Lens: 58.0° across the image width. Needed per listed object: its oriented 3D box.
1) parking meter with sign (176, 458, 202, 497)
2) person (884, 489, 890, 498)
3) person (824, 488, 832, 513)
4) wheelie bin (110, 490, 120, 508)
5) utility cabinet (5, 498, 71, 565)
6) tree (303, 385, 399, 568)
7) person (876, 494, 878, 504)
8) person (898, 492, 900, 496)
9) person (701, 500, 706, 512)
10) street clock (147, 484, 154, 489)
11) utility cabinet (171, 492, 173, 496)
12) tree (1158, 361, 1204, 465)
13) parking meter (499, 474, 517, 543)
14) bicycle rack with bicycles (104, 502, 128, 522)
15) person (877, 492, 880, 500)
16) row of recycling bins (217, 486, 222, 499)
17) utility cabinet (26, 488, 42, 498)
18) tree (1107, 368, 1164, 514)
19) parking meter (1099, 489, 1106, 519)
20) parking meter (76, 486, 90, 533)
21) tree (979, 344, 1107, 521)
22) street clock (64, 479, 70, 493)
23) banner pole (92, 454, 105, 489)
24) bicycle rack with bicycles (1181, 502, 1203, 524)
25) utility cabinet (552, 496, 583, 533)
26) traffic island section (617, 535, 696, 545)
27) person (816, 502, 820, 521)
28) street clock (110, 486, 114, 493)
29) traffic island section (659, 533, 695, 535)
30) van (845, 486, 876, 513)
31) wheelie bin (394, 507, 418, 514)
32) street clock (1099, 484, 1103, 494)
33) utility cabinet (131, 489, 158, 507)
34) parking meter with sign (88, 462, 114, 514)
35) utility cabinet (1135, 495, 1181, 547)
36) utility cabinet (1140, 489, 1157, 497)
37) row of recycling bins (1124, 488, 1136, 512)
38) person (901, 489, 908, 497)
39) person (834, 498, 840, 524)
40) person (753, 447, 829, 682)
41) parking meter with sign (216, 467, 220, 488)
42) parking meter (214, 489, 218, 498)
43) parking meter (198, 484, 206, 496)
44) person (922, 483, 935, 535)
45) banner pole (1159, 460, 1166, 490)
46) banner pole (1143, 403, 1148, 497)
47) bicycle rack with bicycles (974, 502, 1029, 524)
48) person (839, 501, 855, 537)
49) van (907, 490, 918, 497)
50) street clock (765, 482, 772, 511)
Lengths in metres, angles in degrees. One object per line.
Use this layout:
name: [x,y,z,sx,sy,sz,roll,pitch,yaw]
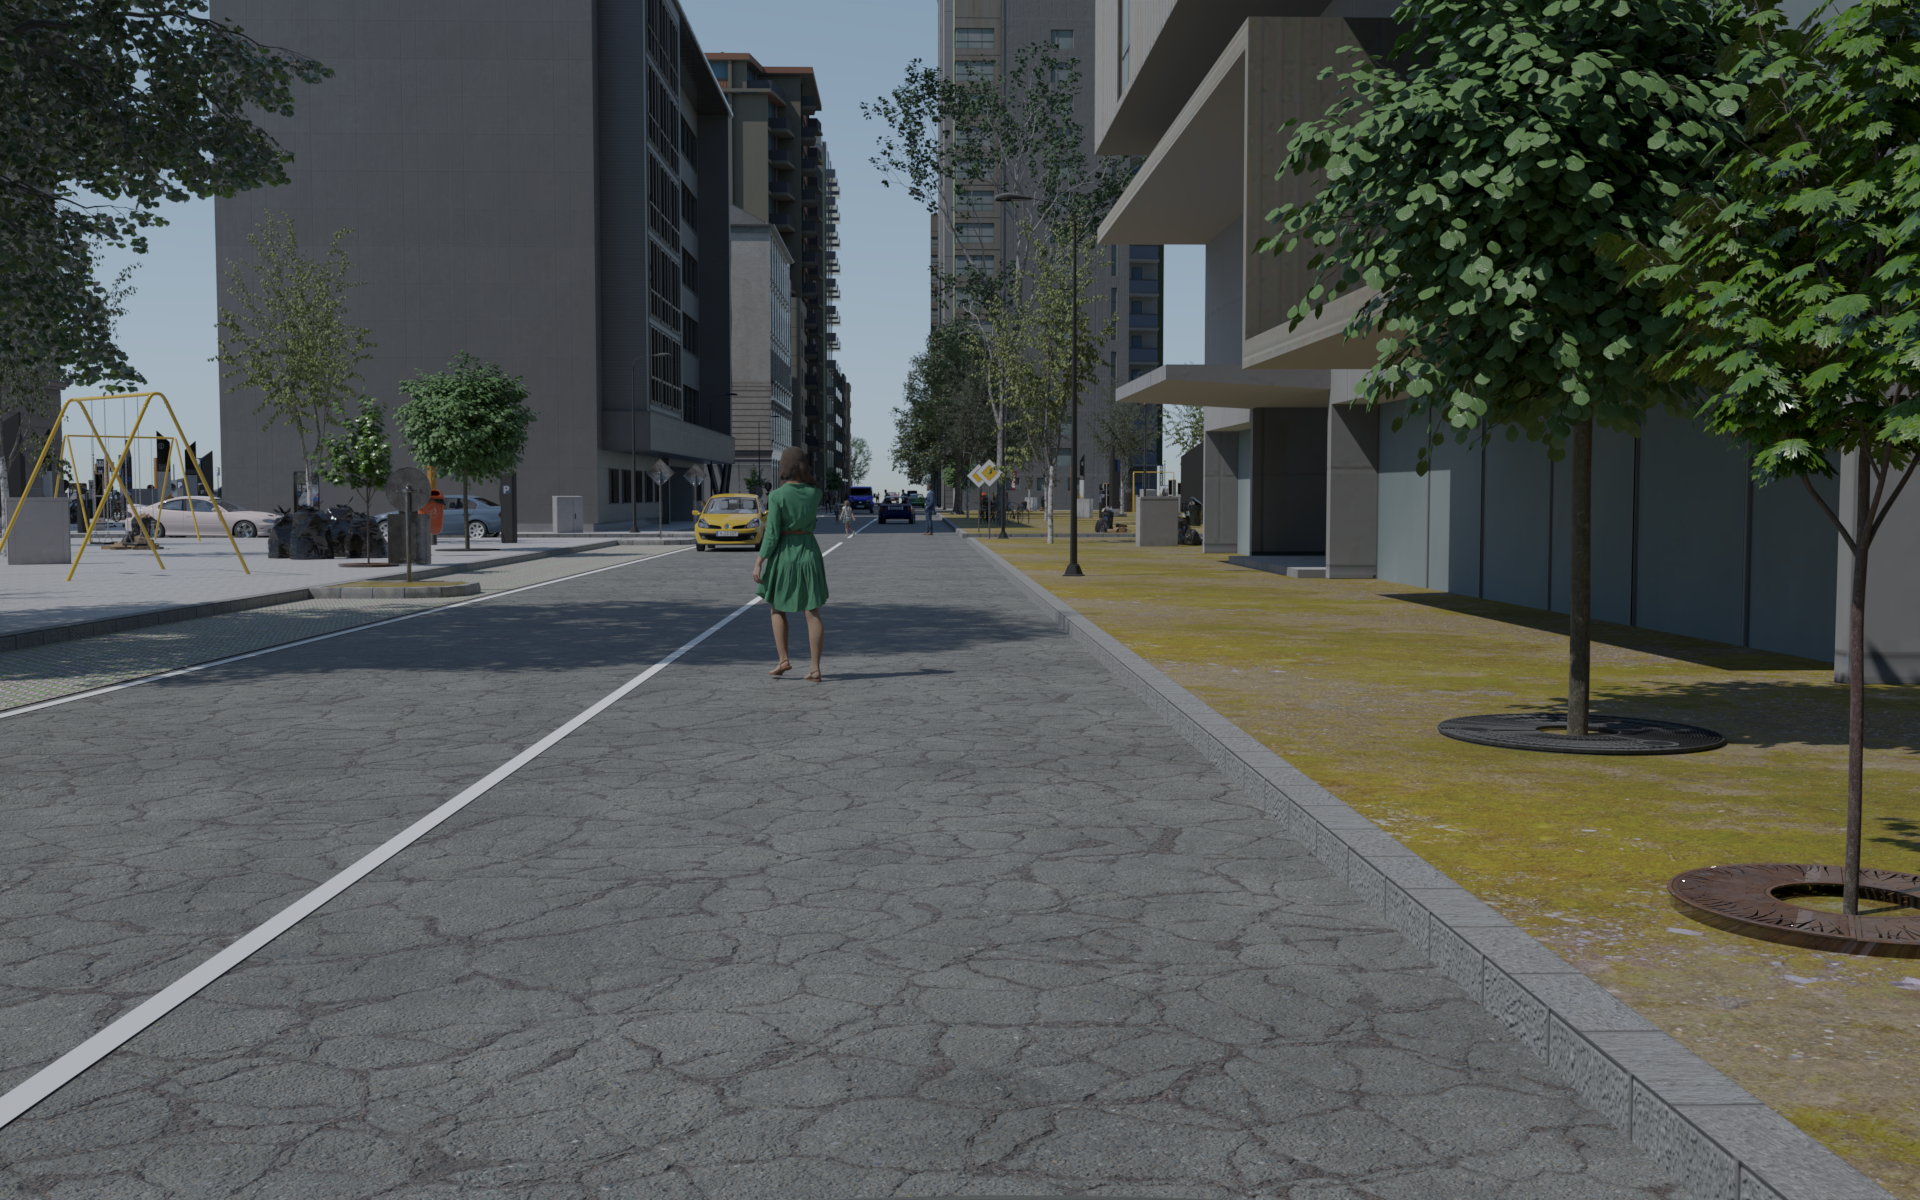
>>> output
parking meter with sign: [-36.880,-5.268,82.385,0.543,3.016,1.738,1,4,19]
person: [-5.390,-7.255,127.472,0.721,1.781,0.623,-2,4,-24]
person: [-9.989,-7.513,130.697,0.648,1.900,0.474,1,4,9]
wheelie bin: [-61.715,-7.256,126.551,0.980,1.594,0.693,3,5,39]
utility cabinet: [-16.829,-1.252,31.624,1.020,1.237,0.306,-2,4,-32]
tree: [-10.470,-2.210,30.739,1.663,3.219,1.824,0,3,0]
person: [-11.747,-14.166,243.375,0.557,1.426,1.065,1,4,22]
person: [-9.607,-15.865,268.614,0.721,1.743,1.217,0,4,7]
person: [-8.856,-2.868,60.408,0.382,1.210,0.505,-2,4,-27]
street clock: [-60.952,-7.700,130.464,0.358,2.002,0.471,3,5,41]
utility cabinet: [-49.991,-6.107,108.523,1.173,1.500,0.318,-3,4,-36]
tree: [13.098,-8.858,95.186,4.737,8.622,4.395,0,3,0]
parking meter: [-11.803,-2.419,45.258,0.399,1.863,0.255,1,4,12]
bicycle rack with bicycles: [-38.065,-4.038,79.403,2.852,0.926,2.925,1,4,21]
person: [-13.078,-16.326,276.145,0.721,1.735,1.217,3,5,40]
row of recycling bins: [-34.281,-4.689,83.775,3.534,1.692,1.069,1,4,8]
utility cabinet: [-33.849,-3.308,62.769,1.173,1.500,0.318,1,4,16]
tree: [9.793,-9.272,101.959,4.360,8.622,3.978,0,3,0]
parking meter: [7.476,-5.040,90.813,0.372,1.533,0.369,0,3,0]
parking meter: [-28.833,-2.969,56.949,0.372,1.533,0.369,0,3,0]
tree: [3.975,-8.132,83.317,4.360,8.622,3.978,0,3,0]
street clock: [-43.922,-4.916,84.954,0.471,2.002,0.358,-1,4,-16]
banner pole: [-53.775,-7.219,108.053,0.863,3.779,0.401,-1,4,-9]
bicycle rack with bicycles: [9.477,-3.828,75.971,2.852,0.926,2.925,0,4,5]
utility cabinet: [-12.932,-2.813,57.150,0.306,1.237,1.020,3,5,42]
traffic island section: [-8.573,-1.664,49.492,2.009,0.180,2.903,0,4,-2]
person: [-7.426,-4.828,87.556,0.853,1.813,0.709,3,5,40]
street clock: [-64.496,-7.764,131.507,0.358,2.002,0.471,1,4,16]
traffic island section: [-8.789,-2.153,57.475,2.009,0.180,2.903,0,4,-2]
van: [-7.413,-7.668,129.754,2.240,2.365,5.245,0,4,-2]
wheelie bin: [-15.441,-2.494,48.685,0.980,1.594,0.693,-1,4,-19]
street clock: [9.920,-7.140,121.314,0.358,2.002,0.471,1,4,21]
utility cabinet: [-32.410,-3.699,69.155,1.173,1.500,0.318,0,4,-3]
parking meter with sign: [-46.737,-5.961,93.731,1.738,3.016,0.543,0,4,-7]
utility cabinet: [4.824,-1.912,42.422,1.020,1.237,0.306,-1,4,-17]
utility cabinet: [8.811,-4.418,80.912,0.318,1.500,1.173,2,4,34]
row of recycling bins: [12.201,-7.226,125.252,1.069,1.692,3.534,0,4,2]
person: [-4.004,-7.061,124.302,0.623,1.781,0.721,1,4,13]
person: [-5.854,-4.250,82.676,0.352,1.250,0.332,1,4,16]
person: [-1.268,-0.279,13.308,0.600,1.795,0.529,-3,5,-41]
parking meter with sign: [-48.823,-7.079,111.999,1.738,3.016,0.543,-3,5,-40]
parking meter: [-37.392,-4.824,87.286,0.372,1.533,0.369,0,3,0]
parking meter: [-41.346,-5.423,94.376,0.255,1.863,0.399,3,5,43]
person: [-1.064,-3.156,60.278,0.419,1.800,0.721,-1,4,-13]
banner pole: [15.071,-8.485,128.748,0.401,3.779,0.863,-2,4,-32]
banner pole: [5.082,-3.522,47.597,0.401,3.779,0.863,0,4,6]
bicycle rack with bicycles: [1.740,-3.781,75.205,2.852,0.926,2.925,1,4,18]
person: [-3.785,-2.727,58.096,0.505,1.210,0.382,-2,4,-35]
van: [-7.817,-17.035,282.904,2.240,2.365,5.245,0,4,-2]
street clock: [-11.812,-6.251,106.767,0.358,2.002,0.471,-3,5,-44]
